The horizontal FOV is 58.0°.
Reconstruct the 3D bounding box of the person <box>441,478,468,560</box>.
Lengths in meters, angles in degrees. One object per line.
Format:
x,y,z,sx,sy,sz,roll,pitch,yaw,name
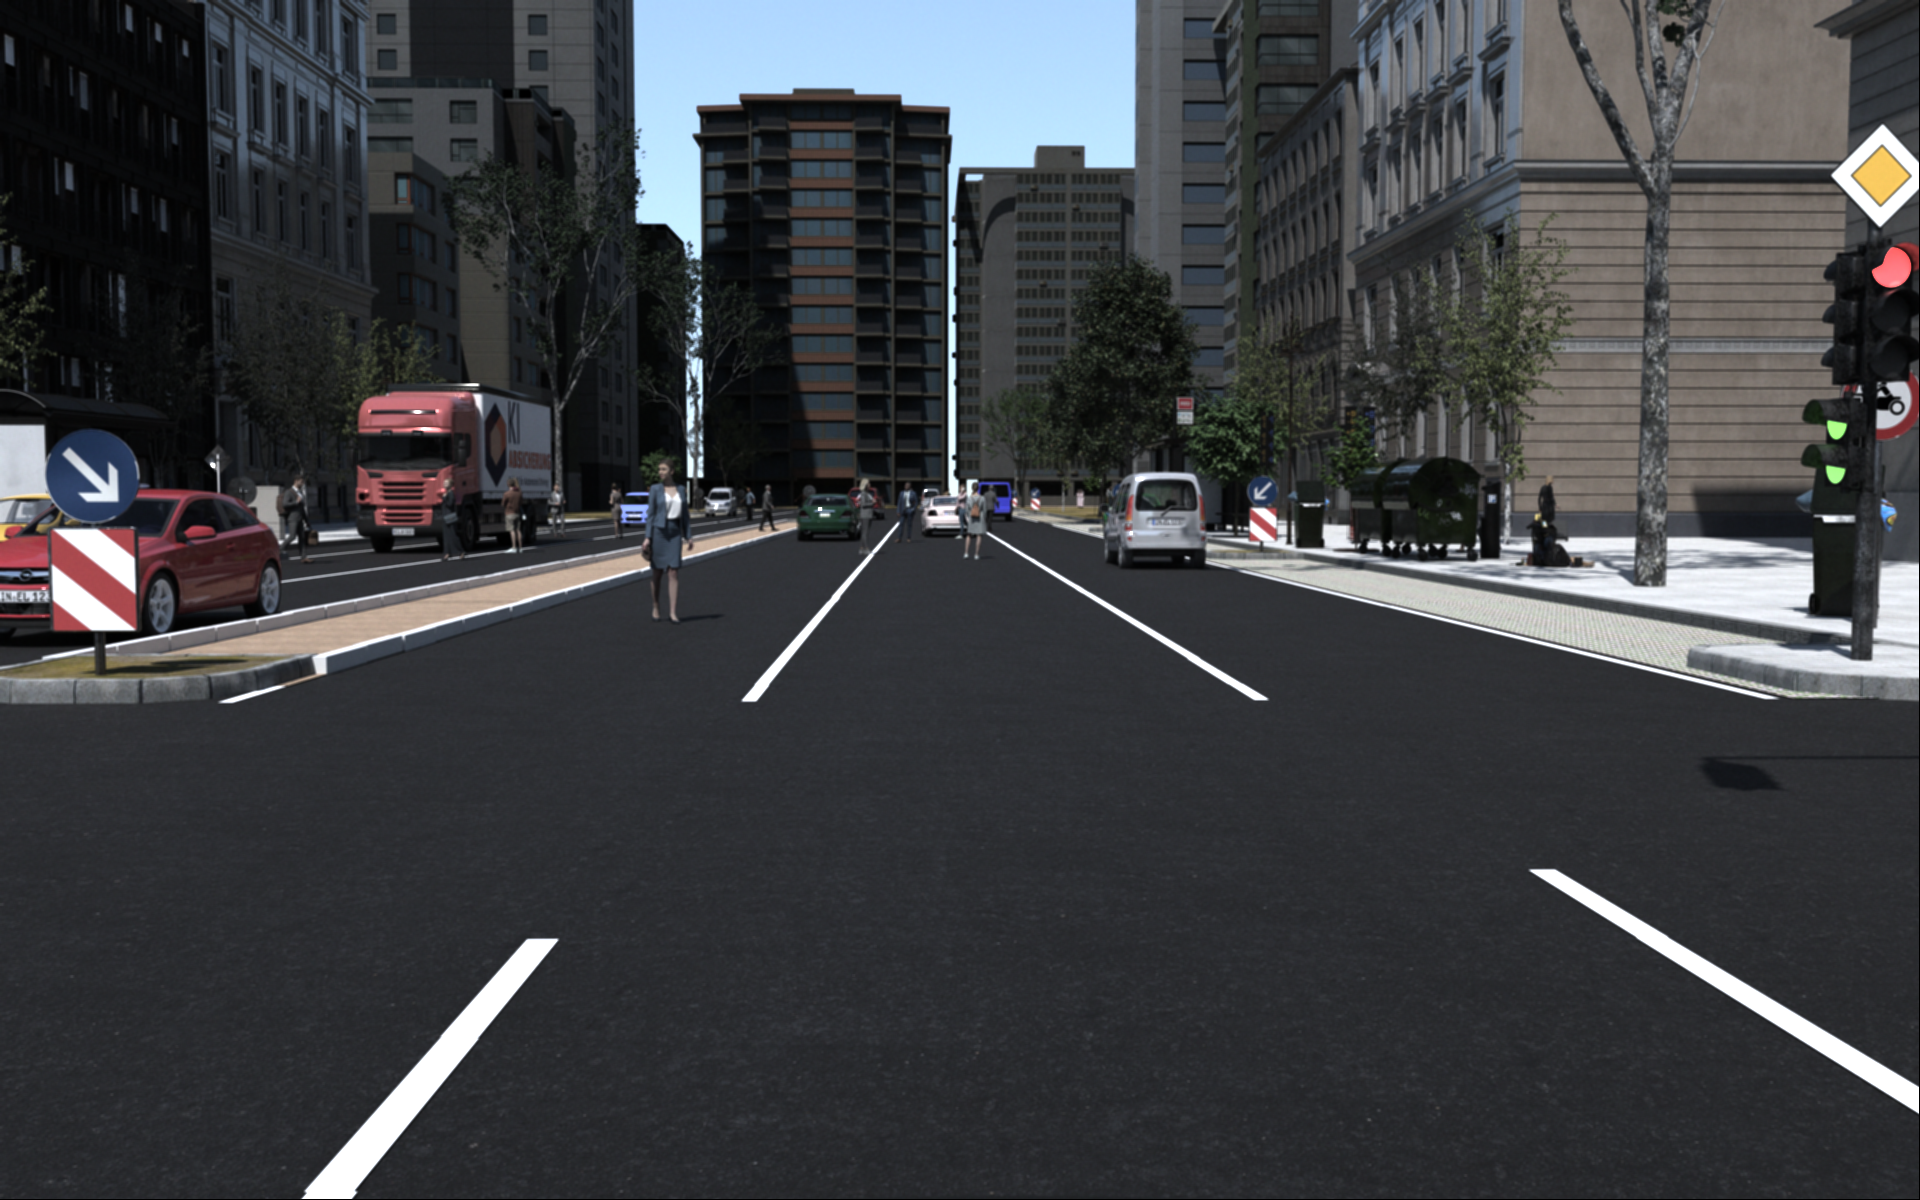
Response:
-10.993,-1.745,37.452,0.534,1.772,0.576,-3,5,-44,person

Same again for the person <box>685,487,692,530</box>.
-11.013,-3.662,69.385,0.522,1.701,0.512,-1,4,-12,person

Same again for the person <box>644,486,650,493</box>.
-21.163,-6.837,117.795,1.348,1.831,0.705,-1,4,-10,person

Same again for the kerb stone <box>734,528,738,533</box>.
-8.202,-2.453,62.298,0.120,0.150,1.000,0,4,-1,kerb stone

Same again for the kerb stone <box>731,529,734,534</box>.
-8.191,-2.390,61.273,0.120,0.150,1.000,0,4,-1,kerb stone

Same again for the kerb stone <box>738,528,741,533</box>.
-8.223,-2.515,63.320,0.120,0.150,1.000,0,4,-1,kerb stone

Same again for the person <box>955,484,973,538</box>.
0.140,-2.877,56.128,0.643,1.750,0.593,-1,4,-10,person

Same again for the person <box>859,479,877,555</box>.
-2.166,-1.994,41.289,0.526,1.800,0.537,2,4,28,person

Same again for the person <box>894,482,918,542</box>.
-1.600,-2.616,51.452,0.721,1.800,0.419,0,4,5,person

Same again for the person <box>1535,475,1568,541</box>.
16.239,-2.527,47.580,0.699,1.804,1.509,1,4,9,person

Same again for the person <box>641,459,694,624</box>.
-3.264,-0.659,19.307,0.581,1.822,0.654,-1,4,-16,person

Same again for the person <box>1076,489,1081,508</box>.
11.175,-9.554,162.917,0.551,1.740,0.621,1,4,17,person

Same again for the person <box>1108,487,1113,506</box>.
11.372,-7.620,130.709,0.705,1.814,1.350,0,4,-5,person

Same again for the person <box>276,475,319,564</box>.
-13.662,-1.658,35.565,0.822,1.834,0.622,0,4,1,person

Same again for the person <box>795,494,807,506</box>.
-9.828,-6.133,109.299,1.217,1.766,0.721,1,4,11,person

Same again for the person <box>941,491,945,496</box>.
-1.410,-9.259,160.562,1.217,1.739,0.721,1,4,21,person

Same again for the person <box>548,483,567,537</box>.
-13.342,-2.986,57.522,0.606,1.804,0.583,-3,5,-41,person

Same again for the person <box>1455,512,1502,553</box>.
11.398,-1.956,38.247,1.509,1.804,0.699,-2,4,-30,person

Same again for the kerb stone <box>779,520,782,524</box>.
-8.613,-3.646,81.803,0.120,0.150,1.000,0,4,-1,kerb stone

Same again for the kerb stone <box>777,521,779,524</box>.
-8.570,-3.510,79.744,0.120,0.150,1.000,0,4,-1,kerb stone

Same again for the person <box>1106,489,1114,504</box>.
12.894,-8.747,149.787,0.721,1.736,1.217,-2,4,-31,person

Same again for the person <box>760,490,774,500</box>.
-16.499,-8.513,147.777,1.350,1.814,0.705,2,4,27,person

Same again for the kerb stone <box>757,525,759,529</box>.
-8.379,-2.955,70.515,0.120,0.150,1.000,0,4,-1,kerb stone

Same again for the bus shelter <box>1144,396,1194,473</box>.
8.611,-5.586,68.969,2.179,5.291,8.768,0,4,-1,bus shelter

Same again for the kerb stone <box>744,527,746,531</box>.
-8.272,-2.640,65.373,0.120,0.150,1.000,0,4,-1,kerb stone

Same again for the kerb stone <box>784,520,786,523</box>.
-8.668,-3.772,83.863,0.120,0.150,1.000,0,4,-1,kerb stone

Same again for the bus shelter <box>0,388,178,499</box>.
-18.431,-2.574,36.010,2.014,3.302,5.546,0,4,-1,bus shelter

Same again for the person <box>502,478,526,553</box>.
-10.927,-2.078,42.447,0.573,1.828,0.580,-1,4,-13,person

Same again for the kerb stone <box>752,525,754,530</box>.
-8.336,-2.829,68.447,0.120,0.150,1.000,0,4,-1,kerb stone

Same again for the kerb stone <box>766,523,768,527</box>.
-8.466,-3.206,74.614,0.120,0.150,1.000,0,4,-1,kerb stone

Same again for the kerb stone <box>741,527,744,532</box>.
-8.242,-2.578,64.351,0.120,0.150,1.000,0,4,-1,kerb stone

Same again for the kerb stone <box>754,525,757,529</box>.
-8.351,-2.892,69.482,0.120,0.150,1.000,0,4,-1,kerb stone

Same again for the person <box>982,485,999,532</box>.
1.185,-3.515,66.362,0.661,1.777,0.834,1,4,19,person

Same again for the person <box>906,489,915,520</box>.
-2.694,-5.197,94.403,0.436,1.711,0.756,-2,4,-30,person

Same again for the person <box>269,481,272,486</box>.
-25.761,-3.511,63.671,0.699,1.804,1.509,2,4,35,person

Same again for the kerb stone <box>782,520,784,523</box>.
-8.638,-3.708,82.829,0.120,0.150,1.000,0,4,-1,kerb stone

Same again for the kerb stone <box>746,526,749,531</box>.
-8.296,-2.704,66.401,0.120,0.150,1.000,0,4,-1,kerb stone

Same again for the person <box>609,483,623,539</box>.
-10.977,-2.839,55.259,0.374,1.781,0.599,3,4,37,person

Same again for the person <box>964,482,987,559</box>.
0.342,-1.759,38.263,0.512,1.701,0.522,0,4,-1,person

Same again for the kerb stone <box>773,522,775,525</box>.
-8.526,-3.394,77.687,0.120,0.150,1.000,0,4,-1,kerb stone

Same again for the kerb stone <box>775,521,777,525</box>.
-8.552,-3.457,78.717,0.120,0.150,1.000,0,4,-1,kerb stone

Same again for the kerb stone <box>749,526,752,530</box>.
-8.313,-2.766,67.423,0.120,0.150,1.000,0,4,-1,kerb stone

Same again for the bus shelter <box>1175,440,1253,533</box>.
8.601,-3.925,58.093,2.014,3.302,5.546,0,4,-1,bus shelter

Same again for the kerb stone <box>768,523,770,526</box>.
-8.504,-3.332,76.665,0.120,0.150,1.000,0,4,-1,kerb stone

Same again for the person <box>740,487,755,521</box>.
-11.351,-5.176,93.107,0.705,1.826,1.348,-3,5,-40,person

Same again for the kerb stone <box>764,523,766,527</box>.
-8.441,-3.144,73.592,0.120,0.150,1.000,0,4,-1,kerb stone

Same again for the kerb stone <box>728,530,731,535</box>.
-8.155,-2.328,60.252,0.120,0.150,1.000,0,4,-1,kerb stone

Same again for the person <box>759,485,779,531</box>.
-7.329,-3.526,66.551,0.834,1.777,0.661,-1,4,-20,person

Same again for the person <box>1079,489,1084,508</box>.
11.070,-9.247,157.901,0.551,1.740,0.621,1,4,20,person

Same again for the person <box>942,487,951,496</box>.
-0.689,-5.371,96.415,0.705,1.812,1.348,-3,5,-42,person

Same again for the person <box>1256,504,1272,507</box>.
10.537,-3.320,60.354,0.581,1.822,0.654,3,5,40,person

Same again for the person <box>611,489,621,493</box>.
-20.113,-5.780,101.349,0.742,1.727,0.445,1,4,19,person

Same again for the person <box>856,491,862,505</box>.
-5.149,-5.061,92.193,0.756,1.711,0.436,0,4,-5,person
